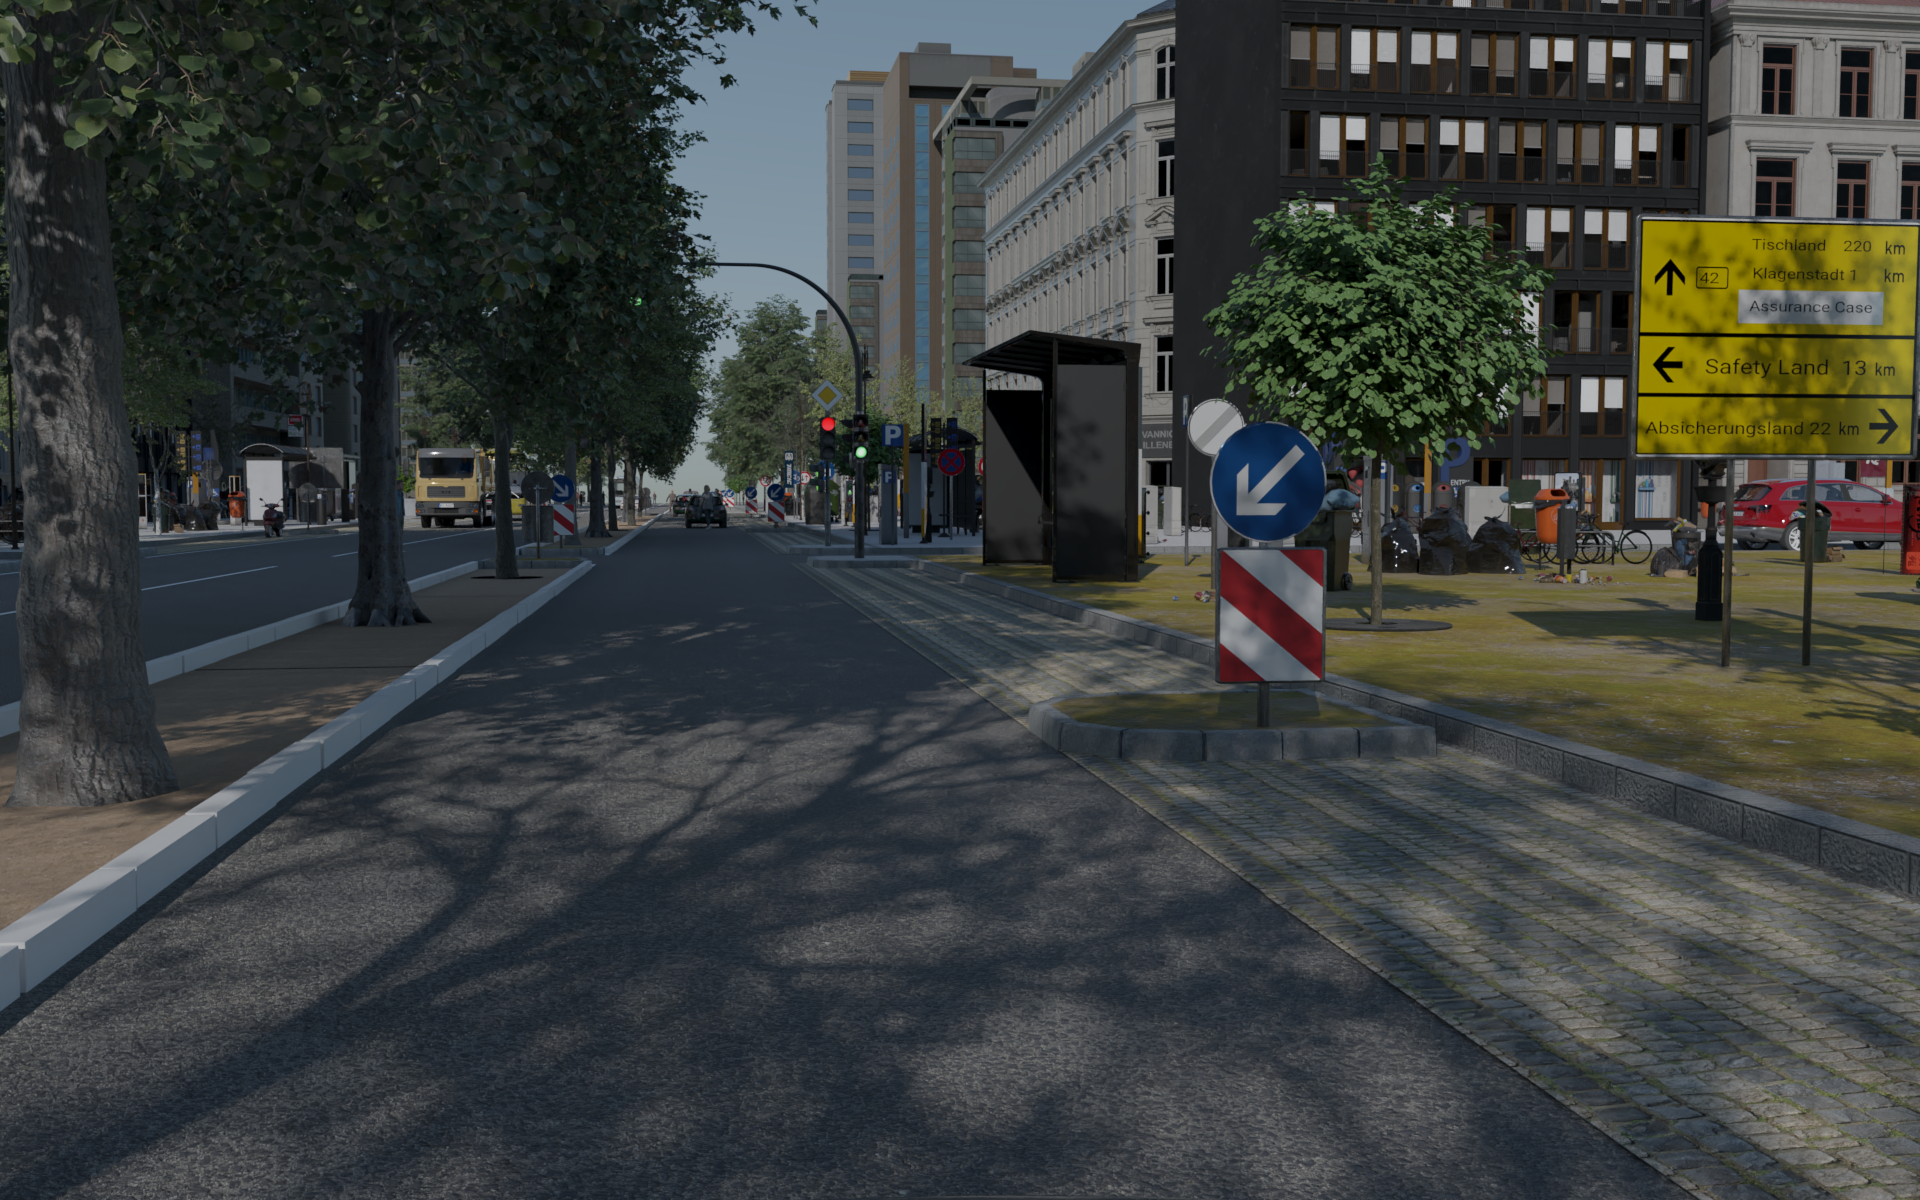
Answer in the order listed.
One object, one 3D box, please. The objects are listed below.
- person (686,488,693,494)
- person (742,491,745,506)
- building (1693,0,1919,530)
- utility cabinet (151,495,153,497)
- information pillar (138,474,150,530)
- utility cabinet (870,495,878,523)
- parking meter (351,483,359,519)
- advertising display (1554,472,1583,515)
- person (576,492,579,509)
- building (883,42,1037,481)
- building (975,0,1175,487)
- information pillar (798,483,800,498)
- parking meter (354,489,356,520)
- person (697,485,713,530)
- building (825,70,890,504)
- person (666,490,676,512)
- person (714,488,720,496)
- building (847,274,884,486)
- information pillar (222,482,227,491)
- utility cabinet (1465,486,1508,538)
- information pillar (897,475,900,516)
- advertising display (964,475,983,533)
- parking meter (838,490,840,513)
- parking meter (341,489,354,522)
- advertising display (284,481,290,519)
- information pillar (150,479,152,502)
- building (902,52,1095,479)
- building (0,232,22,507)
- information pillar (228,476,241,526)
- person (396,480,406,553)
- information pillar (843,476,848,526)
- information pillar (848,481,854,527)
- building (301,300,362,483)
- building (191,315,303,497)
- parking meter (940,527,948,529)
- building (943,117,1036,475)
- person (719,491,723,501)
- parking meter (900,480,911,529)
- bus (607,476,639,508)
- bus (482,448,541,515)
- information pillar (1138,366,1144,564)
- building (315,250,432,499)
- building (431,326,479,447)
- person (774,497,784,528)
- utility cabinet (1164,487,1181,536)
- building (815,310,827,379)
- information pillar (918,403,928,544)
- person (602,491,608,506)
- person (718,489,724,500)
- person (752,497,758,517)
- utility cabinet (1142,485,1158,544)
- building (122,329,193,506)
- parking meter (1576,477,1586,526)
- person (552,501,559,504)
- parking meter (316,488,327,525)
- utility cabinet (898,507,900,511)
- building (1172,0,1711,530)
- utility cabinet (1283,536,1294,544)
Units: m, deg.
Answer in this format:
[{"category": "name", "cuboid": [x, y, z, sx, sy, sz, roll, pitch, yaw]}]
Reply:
[{"category": "person", "cuboid": [-17.622, -6.381, 113.031, 0.606, 1.804, 0.583, 0, 4, -8]}, {"category": "person", "cuboid": [-24.512, -11.450, 195.726, 0.705, 1.822, 1.348, 0, 4, -6]}, {"category": "building", "cuboid": [35.944, -14.133, 67.224, 21.152, 22.565, 11.583, -1, 4, -9]}, {"category": "utility cabinet", "cuboid": [-39.376, -4.489, 84.555, 0.306, 1.237, 1.020, -3, 4, -39]}, {"category": "information pillar", "cuboid": [-29.656, -3.560, 62.694, 0.304, 2.012, 0.304, 3, 5, 44]}, {"category": "utility cabinet", "cuboid": [-3.964, -4.100, 78.199, 0.306, 1.237, 1.020, -1, 4, -18]}, {"category": "parking meter", "cuboid": [-31.481, -5.168, 90.211, 0.399, 1.863, 0.255, 3, 5, 39]}, {"category": "advertising display", "cuboid": [17.610, -2.751, 50.192, 0.123, 1.923, 0.974, -2, 4, -26]}, {"category": "person", "cuboid": [-36.875, -9.561, 166.284, 0.415, 1.643, 0.593, 3, 5, 42]}, {"category": "building", "cuboid": [-0.027, -32.049, 174.113, 14.600, 45.320, 14.200, -1, 4, -9]}, {"category": "building", "cuboid": [12.811, -19.705, 98.591, 17.030, 29.872, 44.131, -1, 4, -9]}, {"category": "information pillar", "cuboid": [-10.786, -6.876, 116.912, 0.304, 2.012, 0.304, -1, 4, -16]}, {"category": "parking meter", "cuboid": [-30.241, -4.748, 86.048, 0.372, 1.533, 0.369, 0, 3, 0]}, {"category": "person", "cuboid": [-10.112, -3.682, 68.887, 0.709, 1.800, 0.728, -2, 4, -33]}, {"category": "building", "cuboid": [-8.602, -43.246, 249.075, 21.231, 58.520, 28.212, -1, 4, -9]}, {"category": "person", "cuboid": [-22.605, -7.761, 135.940, 0.990, 1.755, 0.434, -1, 4, -15]}, {"category": "person", "cuboid": [-14.317, -5.677, 101.740, 0.576, 1.772, 0.534, 0, 4, -7]}, {"category": "building", "cuboid": [-8.067, -27.933, 228.398, 14.160, 30.474, 14.107, -1, 4, -9]}, {"category": "information pillar", "cuboid": [-46.237, -6.396, 109.061, 0.304, 2.012, 0.304, 2, 4, 25]}, {"category": "utility cabinet", "cuboid": [15.163, -2.520, 49.889, 1.173, 1.500, 0.318, -1, 4, -8]}, {"category": "information pillar", "cuboid": [-3.572, -6.602, 99.296, 0.183, 3.616, 0.504, -1, 4, -20]}, {"category": "advertising display", "cuboid": [0.481, -3.206, 57.639, 0.974, 1.923, 0.123, 3, 5, 42]}, {"category": "parking meter", "cuboid": [-7.451, -5.917, 105.158, 0.372, 1.533, 0.369, 0, 3, 0]}, {"category": "parking meter", "cuboid": [-28.123, -4.333, 79.257, 0.372, 1.533, 0.369, 0, 3, 0]}, {"category": "advertising display", "cuboid": [-34.895, -5.112, 88.796, 0.974, 1.923, 0.123, -2, 4, -27]}, {"category": "information pillar", "cuboid": [-39.256, -4.842, 83.661, 0.304, 2.012, 0.304, -3, 5, -43]}, {"category": "building", "cuboid": [11.377, -28.432, 156.744, 32.217, 40.220, 23.993, -1, 4, -9]}, {"category": "building", "cuboid": [-49.707, -17.929, 79.036, 13.634, 28.700, 20.117, -1, 4, -9]}, {"category": "information pillar", "cuboid": [-29.482, -4.035, 70.469, 0.304, 2.012, 0.304, 2, 4, 30]}, {"category": "person", "cuboid": [-13.692, -2.035, 42.115, 0.444, 1.785, 0.601, 2, 4, 24]}, {"category": "information pillar", "cuboid": [-4.501, -4.720, 68.530, 0.183, 3.616, 0.504, -1, 4, -10]}, {"category": "information pillar", "cuboid": [-4.081, -4.639, 67.204, 0.183, 3.616, 0.504, 1, 4, 11]}, {"category": "building", "cuboid": [-66.681, -18.362, 145.257, 27.650, 21.520, 28.899, -1, 4, -9]}, {"category": "building", "cuboid": [-59.435, -30.358, 120.050, 21.300, 48.544, 21.600, -1, 4, -9]}, {"category": "parking meter", "cuboid": [-0.614, -3.596, 64.498, 0.399, 1.863, 0.255, -3, 5, -41]}, {"category": "building", "cuboid": [5.469, -22.335, 136.886, 14.160, 30.474, 14.107, -1, 4, -9]}, {"category": "person", "cuboid": [-19.813, -8.207, 143.600, 0.530, 1.710, 0.541, 1, 4, 18]}, {"category": "parking meter", "cuboid": [-2.021, -3.579, 64.231, 0.399, 1.863, 0.255, 3, 5, 39]}, {"category": "bus", "cuboid": [-33.237, -10.832, 171.956, 2.948, 3.499, 13.247, -1, 4, -9]}, {"category": "bus", "cuboid": [-24.795, -6.361, 95.549, 2.896, 3.916, 12.252, -1, 4, -10]}, {"category": "information pillar", "cuboid": [3.177, -2.489, 32.044, 0.183, 3.616, 0.504, -3, 5, -40]}, {"category": "building", "cuboid": [-79.938, -32.125, 217.125, 32.217, 40.220, 23.993, -1, 4, -9]}, {"category": "building", "cuboid": [-81.913, -39.965, 242.664, 28.713, 52.752, 27.495, -1, 4, -9]}, {"category": "person", "cuboid": [-7.684, -3.965, 73.514, 0.466, 1.800, 0.511, 0, 4, 2]}, {"category": "utility cabinet", "cuboid": [6.542, -2.726, 53.246, 0.318, 1.500, 1.173, 0, 4, -5]}, {"category": "building", "cuboid": [-15.753, -30.534, 270.924, 14.160, 30.474, 14.107, -1, 4, -9]}, {"category": "information pillar", "cuboid": [-0.932, -3.277, 44.941, 0.183, 3.616, 0.504, 0, 4, 6]}, {"category": "person", "cuboid": [-43.344, -12.364, 210.670, 0.705, 1.822, 1.348, 2, 4, 34]}, {"category": "person", "cuboid": [-22.293, -9.249, 159.359, 1.348, 1.869, 0.705, -3, 5, -40]}, {"category": "person", "cuboid": [-12.984, -6.124, 109.631, 0.522, 1.701, 0.512, -1, 4, -12]}, {"category": "utility cabinet", "cuboid": [4.475, -2.158, 43.970, 1.173, 1.500, 0.318, -2, 4, -32]}, {"category": "building", "cuboid": [-52.052, -16.374, 97.391, 12.332, 23.373, 15.834, -1, 4, -9]}, {"category": "parking meter", "cuboid": [21.171, -3.277, 59.291, 0.399, 1.863, 0.255, 0, 4, 5]}, {"category": "person", "cuboid": [-34.971, -8.504, 150.767, 0.991, 1.433, 0.599, -1, 4, -13]}, {"category": "parking meter", "cuboid": [-26.252, -3.842, 71.222, 0.372, 1.533, 0.369, 0, 3, 0]}, {"category": "utility cabinet", "cuboid": [-4.387, -6.217, 110.326, 1.173, 1.500, 0.318, 1, 4, 13]}, {"category": "building", "cuboid": [17.457, -14.436, 65.702, 15.834, 23.373, 12.332, -1, 4, -9]}, {"category": "utility cabinet", "cuboid": [8.240, -2.164, 44.068, 1.173, 1.500, 0.318, -3, 5, -44]}]
